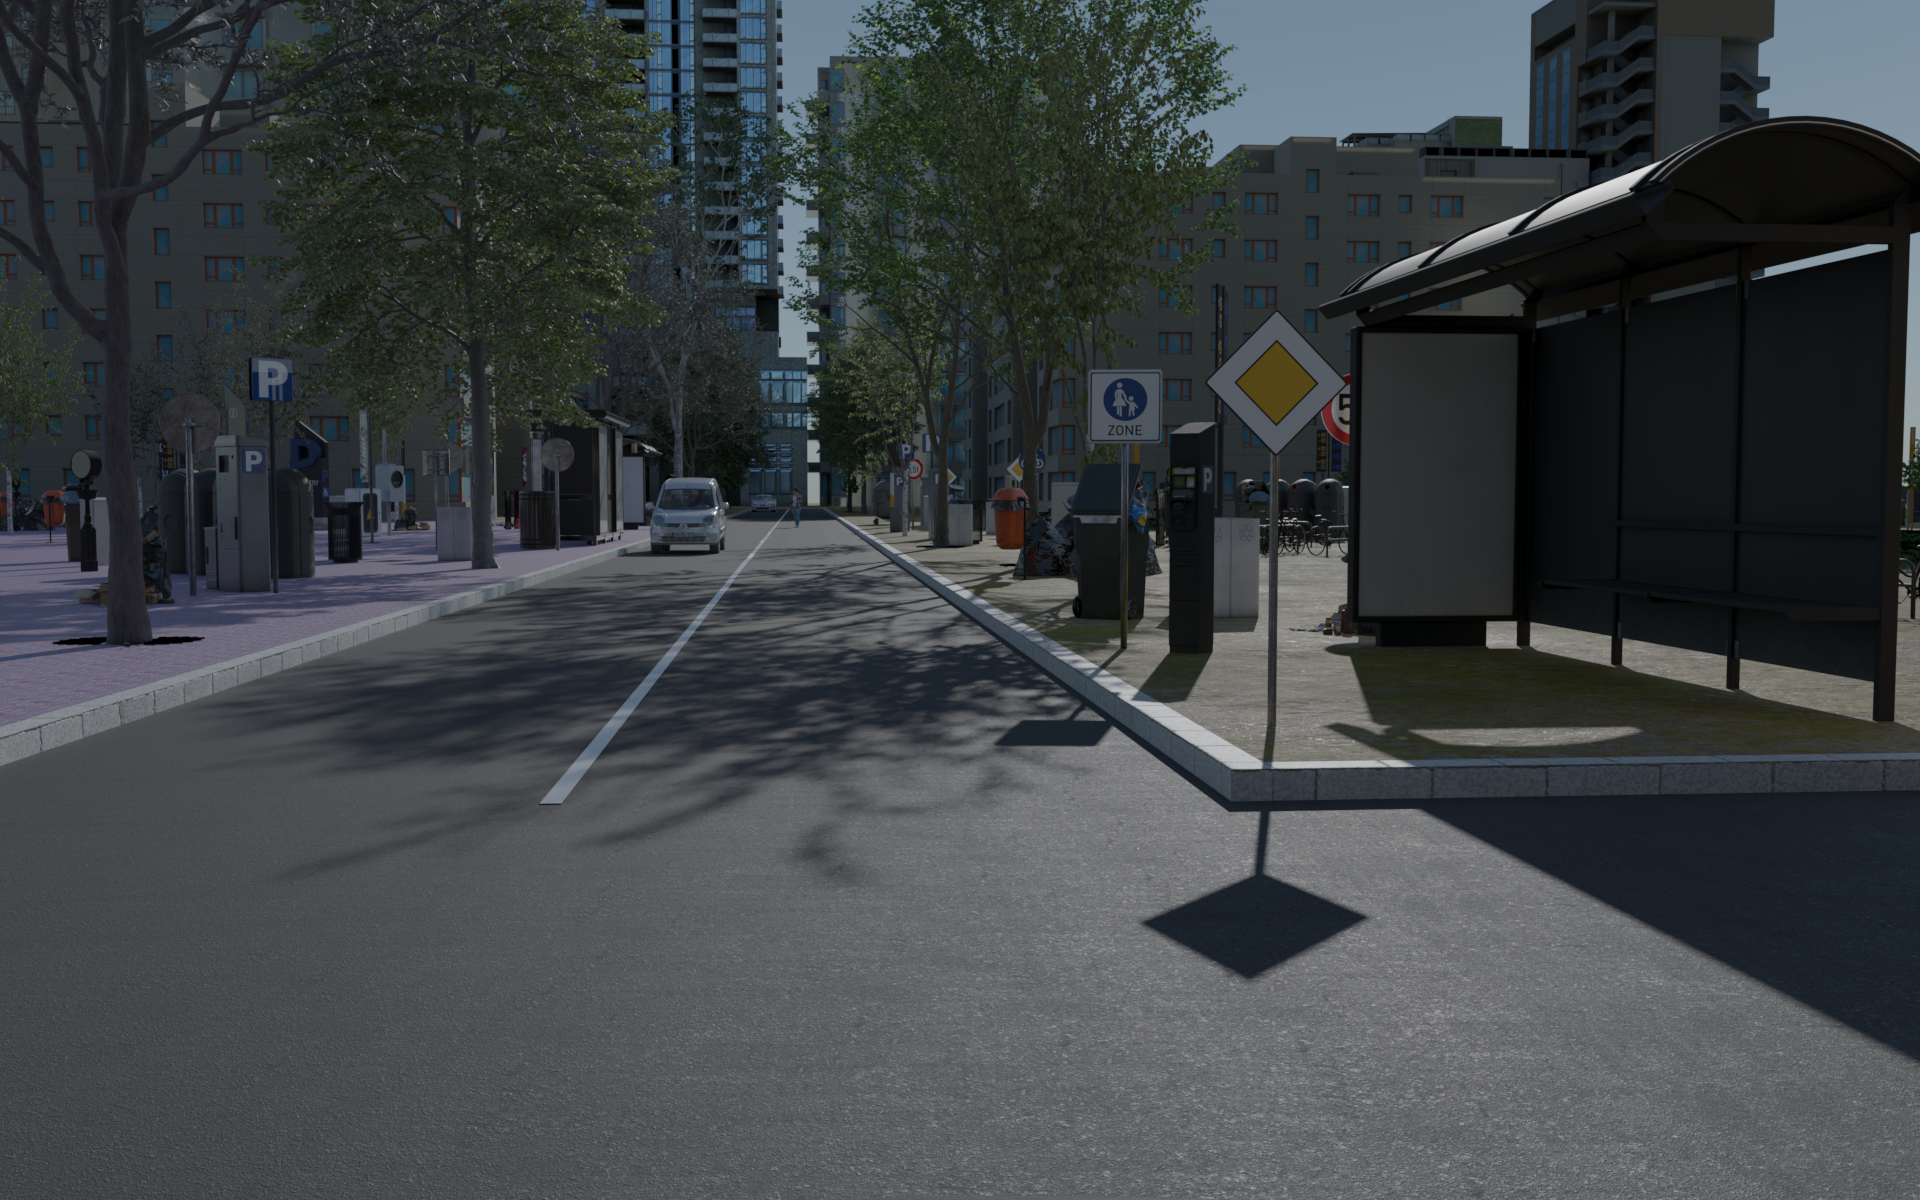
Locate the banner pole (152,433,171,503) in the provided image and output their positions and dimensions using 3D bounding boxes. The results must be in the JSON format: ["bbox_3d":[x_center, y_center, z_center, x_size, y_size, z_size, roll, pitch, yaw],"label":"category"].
[{"bbox_3d":[-32.599,-4.933,70.676,0.863,3.779,0.401,-2,4,-32],"label":"banner pole"}]

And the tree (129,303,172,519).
[{"bbox_3d":[-27.975,-6.939,63.819,4.360,8.622,3.978,0,3,0],"label":"tree"}]

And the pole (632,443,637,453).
[{"bbox_3d":[-12.780,-4.539,68.054,0.158,3.312,0.155,0,3,0],"label":"pole"}]

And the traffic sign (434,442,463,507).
[{"bbox_3d":[-12.445,-2.565,42.038,0.768,2.556,0.104,0,4,-3],"label":"traffic sign"}]

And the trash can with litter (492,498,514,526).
[{"bbox_3d":[-18.416,-3.590,69.761,1.678,1.210,2.233,2,4,35],"label":"trash can with litter"}]

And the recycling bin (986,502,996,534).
[{"bbox_3d":[1.261,-2.634,55.614,0.722,1.027,0.722,1,4,15],"label":"recycling bin"}]

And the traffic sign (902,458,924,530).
[{"bbox_3d":[-1.668,-3.744,61.318,0.768,2.556,0.104,0,4,1],"label":"traffic sign"}]

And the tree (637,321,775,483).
[{"bbox_3d":[-16.110,-11.721,108.646,9.611,12.733,9.660,0,3,0],"label":"tree"}]

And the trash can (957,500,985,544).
[{"bbox_3d":[0.279,-2.013,44.568,0.748,1.137,0.748,0,3,0],"label":"trash can"}]

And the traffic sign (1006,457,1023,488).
[{"bbox_3d":[1.809,-3.163,52.907,0.795,2.450,0.064,0,4,1],"label":"traffic sign"}]

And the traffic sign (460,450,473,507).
[{"bbox_3d":[-12.874,-2.787,45.673,0.768,2.556,0.104,0,4,-1],"label":"traffic sign"}]

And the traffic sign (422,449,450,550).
[{"bbox_3d":[-11.952,-2.288,39.534,0.606,2.300,0.079,0,4,-3],"label":"traffic sign"}]

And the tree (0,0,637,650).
[{"bbox_3d":[-7.272,-6.363,14.409,12.009,13.543,11.850,0,3,0],"label":"tree"}]

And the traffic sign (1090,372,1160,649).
[{"bbox_3d":[1.360,-0.746,14.323,0.606,2.300,0.079,0,4,4],"label":"traffic sign"}]

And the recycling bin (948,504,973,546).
[{"bbox_3d":[-0.096,-1.856,42.897,0.722,1.027,0.722,-1,4,-10],"label":"recycling bin"}]

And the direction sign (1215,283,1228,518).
[{"bbox_3d":[2.878,-1.659,19.123,0.379,3.537,0.876,1,4,15],"label":"direction sign"}]

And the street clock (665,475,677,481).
[{"bbox_3d":[-10.860,-3.706,65.170,0.471,2.002,0.358,3,4,38],"label":"street clock"}]

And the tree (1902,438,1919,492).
[{"bbox_3d":[28.555,-3.478,51.461,1.663,3.219,1.824,0,3,0],"label":"tree"}]

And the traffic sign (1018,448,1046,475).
[{"bbox_3d":[1.942,-2.855,46.787,0.768,2.556,0.104,0,4,-5],"label":"traffic sign"}]

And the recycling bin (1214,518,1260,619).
[{"bbox_3d":[2.671,-0.346,18.208,0.722,1.027,0.722,-1,4,-19],"label":"recycling bin"}]

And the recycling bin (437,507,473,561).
[{"bbox_3d":[-9.657,-1.287,33.590,0.722,1.027,0.722,1,4,9],"label":"recycling bin"}]

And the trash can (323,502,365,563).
[{"bbox_3d":[-11.496,-1.267,32.369,0.748,1.137,0.748,0,3,0],"label":"trash can"}]

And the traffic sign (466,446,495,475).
[{"bbox_3d":[-10.187,-2.120,36.798,0.606,2.300,0.079,0,4,1],"label":"traffic sign"}]

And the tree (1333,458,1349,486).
[{"bbox_3d":[18.120,-5.172,79.163,1.663,3.219,1.824,0,3,0],"label":"tree"}]

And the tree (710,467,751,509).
[{"bbox_3d":[-19.525,-9.974,146.784,4.285,4.588,4.351,0,3,0],"label":"tree"}]

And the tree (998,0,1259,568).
[{"bbox_3d":[1.340,-6.405,30.482,9.928,11.665,9.643,0,3,0],"label":"tree"}]

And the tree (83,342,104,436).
[{"bbox_3d":[-36.800,-7.773,77.450,4.360,8.622,3.978,0,3,0],"label":"tree"}]

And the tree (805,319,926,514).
[{"bbox_3d":[-6.097,-11.856,111.972,7.486,12.596,7.792,0,3,0],"label":"tree"}]

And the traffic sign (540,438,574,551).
[{"bbox_3d":[-9.144,-2.398,39.318,0.768,2.556,0.104,0,4,-1],"label":"traffic sign"}]

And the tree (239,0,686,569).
[{"bbox_3d":[-8.335,-6.791,29.165,7.486,12.596,7.792,0,3,0],"label":"tree"}]

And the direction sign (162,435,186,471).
[{"bbox_3d":[-26.195,-4.035,57.973,0.876,3.537,0.379,-1,4,-21],"label":"direction sign"}]

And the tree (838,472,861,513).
[{"bbox_3d":[-7.419,-7.683,120.223,1.663,3.219,1.824,0,3,0],"label":"tree"}]

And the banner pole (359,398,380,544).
[{"bbox_3d":[-15.438,-3.368,45.091,0.401,3.779,0.863,-3,5,-43],"label":"banner pole"}]

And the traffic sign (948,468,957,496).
[{"bbox_3d":[-0.531,-4.636,76.988,0.795,2.450,0.064,0,4,-4],"label":"traffic sign"}]

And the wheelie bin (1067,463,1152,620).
[{"bbox_3d":[1.550,-0.612,17.914,0.980,1.594,0.693,2,4,31],"label":"wheelie bin"}]

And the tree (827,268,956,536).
[{"bbox_3d":[-1.777,-6.261,52.722,4.360,8.622,3.978,0,3,0],"label":"tree"}]

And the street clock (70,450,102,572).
[{"bbox_3d":[-14.440,-1.474,28.667,0.471,2.002,0.358,2,4,23],"label":"street clock"}]

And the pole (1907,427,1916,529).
[{"bbox_3d":[28.897,-3.595,52.615,0.158,3.312,0.155,0,3,0],"label":"pole"}]

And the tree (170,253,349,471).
[{"bbox_3d":[-21.249,-6.322,53.732,4.360,8.622,3.978,0,3,0],"label":"tree"}]

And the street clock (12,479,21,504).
[{"bbox_3d":[-39.705,-4.180,72.905,0.358,2.002,0.471,-1,4,-16],"label":"street clock"}]

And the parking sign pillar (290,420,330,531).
[{"bbox_3d":[-22.865,-4.429,60.879,1.447,3.967,1.447,1,4,16],"label":"parking sign pillar"}]

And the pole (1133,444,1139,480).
[{"bbox_3d":[5.471,-3.669,53.837,0.158,3.312,0.155,0,3,0],"label":"pole"}]

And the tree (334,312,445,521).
[{"bbox_3d":[-22.850,-7.270,69.235,4.737,8.622,4.395,0,3,0],"label":"tree"}]

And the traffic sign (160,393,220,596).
[{"bbox_3d":[-9.691,-1.327,21.808,0.768,2.556,0.104,0,4,1],"label":"traffic sign"}]

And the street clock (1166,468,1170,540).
[{"bbox_3d":[5.882,-2.647,47.853,0.358,2.002,0.471,-1,4,-16],"label":"street clock"}]

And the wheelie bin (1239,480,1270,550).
[{"bbox_3d":[6.880,-1.969,40.099,0.693,1.594,0.980,-1,4,-23],"label":"wheelie bin"}]

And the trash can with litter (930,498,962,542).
[{"bbox_3d":[-0.285,-2.119,46.040,0.624,1.170,1.055,3,4,36],"label":"trash can with litter"}]

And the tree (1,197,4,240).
[{"bbox_3d":[-23.319,-5.458,39.601,4.737,8.622,4.395,0,3,0],"label":"tree"}]

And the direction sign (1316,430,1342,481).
[{"bbox_3d":[12.944,-4.209,60.817,0.876,3.537,0.379,0,4,-1],"label":"direction sign"}]

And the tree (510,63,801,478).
[{"bbox_3d":[-13.647,-13.517,76.897,12.611,20.169,13.585,0,3,0],"label":"tree"}]

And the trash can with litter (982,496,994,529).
[{"bbox_3d":[1.508,-3.191,63.234,2.233,1.210,1.678,-3,5,-39],"label":"trash can with litter"}]

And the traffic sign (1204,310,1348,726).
[{"bbox_3d":[1.725,-0.360,9.537,0.795,2.450,0.064,0,4,-5],"label":"traffic sign"}]

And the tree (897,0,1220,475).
[{"bbox_3d":[1.470,-4.383,22.029,4.737,8.622,4.395,0,3,0],"label":"tree"}]

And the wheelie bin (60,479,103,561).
[{"bbox_3d":[-16.797,-1.543,33.141,0.693,1.594,0.980,-1,4,-23],"label":"wheelie bin"}]

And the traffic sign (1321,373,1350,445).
[{"bbox_3d":[4.166,-1.110,18.249,0.768,2.556,0.104,0,4,0],"label":"traffic sign"}]

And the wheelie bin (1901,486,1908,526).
[{"bbox_3d":[38.078,-3.808,70.174,0.693,1.594,0.980,-3,4,-39],"label":"wheelie bin"}]
